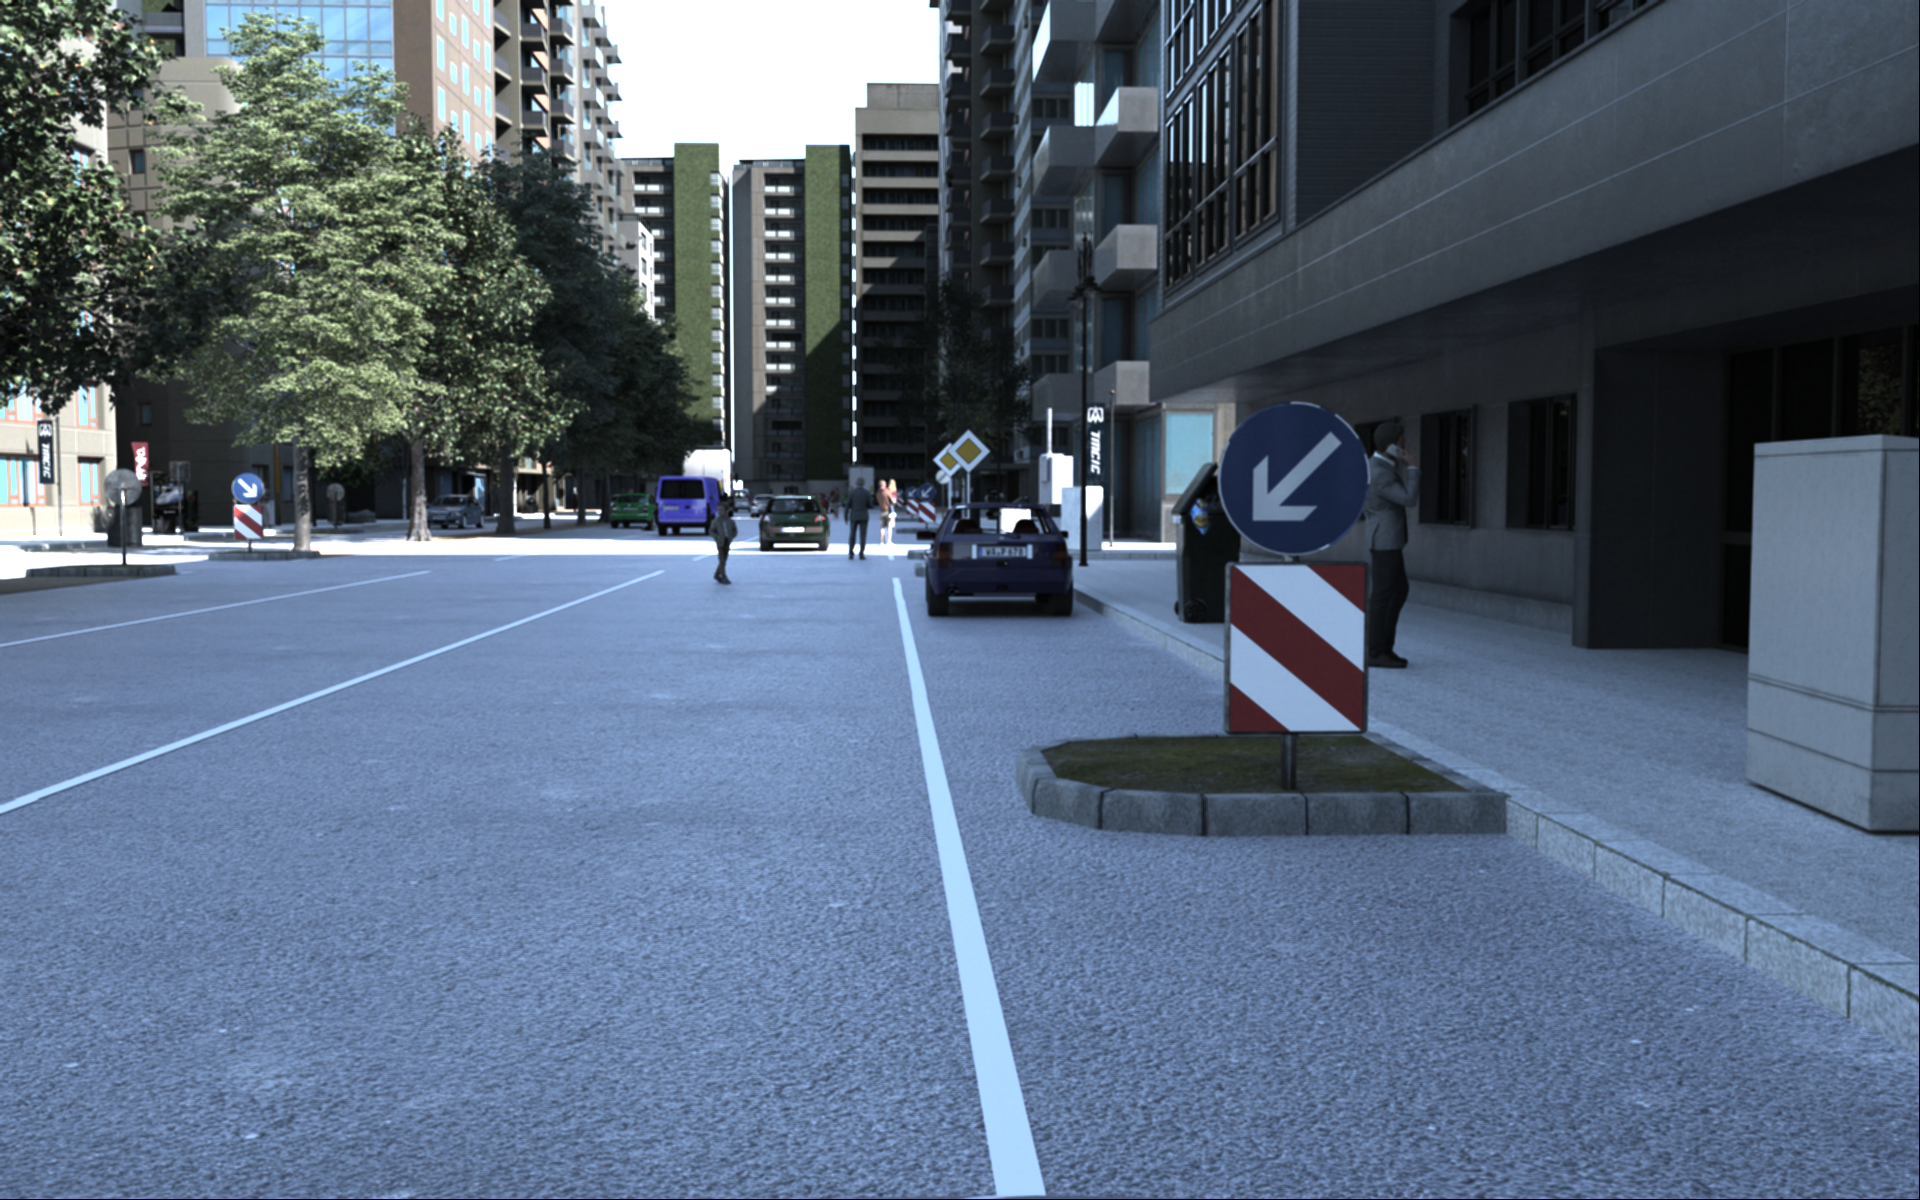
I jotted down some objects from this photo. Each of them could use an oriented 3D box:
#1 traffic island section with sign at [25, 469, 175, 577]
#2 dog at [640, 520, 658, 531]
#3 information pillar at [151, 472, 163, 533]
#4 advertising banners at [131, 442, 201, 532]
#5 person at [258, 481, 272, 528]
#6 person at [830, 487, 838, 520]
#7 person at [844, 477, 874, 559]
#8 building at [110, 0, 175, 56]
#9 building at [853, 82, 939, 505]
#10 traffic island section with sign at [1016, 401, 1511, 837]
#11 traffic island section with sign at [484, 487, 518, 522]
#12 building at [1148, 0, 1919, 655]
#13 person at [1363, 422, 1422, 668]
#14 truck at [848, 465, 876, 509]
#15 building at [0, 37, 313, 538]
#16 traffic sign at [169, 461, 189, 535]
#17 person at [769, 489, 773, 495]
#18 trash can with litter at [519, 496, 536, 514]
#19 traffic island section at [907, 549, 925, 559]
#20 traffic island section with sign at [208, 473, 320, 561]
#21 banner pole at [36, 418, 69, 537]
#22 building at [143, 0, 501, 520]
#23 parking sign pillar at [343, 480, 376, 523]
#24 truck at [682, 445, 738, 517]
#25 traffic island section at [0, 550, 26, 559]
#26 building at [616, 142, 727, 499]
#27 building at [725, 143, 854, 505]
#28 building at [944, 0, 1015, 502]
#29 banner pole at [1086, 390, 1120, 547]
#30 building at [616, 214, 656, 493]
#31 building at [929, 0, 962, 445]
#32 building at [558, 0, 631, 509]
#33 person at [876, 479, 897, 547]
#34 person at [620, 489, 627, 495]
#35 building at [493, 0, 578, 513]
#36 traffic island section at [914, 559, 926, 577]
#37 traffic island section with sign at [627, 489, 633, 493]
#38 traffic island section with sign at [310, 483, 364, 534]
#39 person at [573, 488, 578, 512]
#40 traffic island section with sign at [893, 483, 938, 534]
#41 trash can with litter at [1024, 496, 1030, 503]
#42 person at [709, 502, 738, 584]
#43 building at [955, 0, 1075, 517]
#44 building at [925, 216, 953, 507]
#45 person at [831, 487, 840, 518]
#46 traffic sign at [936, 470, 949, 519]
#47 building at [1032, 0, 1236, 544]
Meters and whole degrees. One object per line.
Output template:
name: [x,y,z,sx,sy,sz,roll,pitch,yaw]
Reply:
traffic island section with sign: [-15.050,-1.375,30.619,2.006,1.907,1.989,0,4,-3]
dog: [-12.127,-2.896,67.544,0.550,0.427,0.748,-2,4,-30]
information pillar: [-26.164,-3.179,56.473,0.304,2.012,0.304,0,4,-8]
advertising banners: [-26.635,-3.789,58.135,2.074,3.025,0.090,-2,4,-25]
person: [-26.159,-3.577,65.082,0.519,1.759,0.362,-1,4,-11]
person: [-6.963,-5.362,96.144,0.580,1.828,0.573,2,4,34]
person: [-2.223,-1.802,38.145,0.661,1.801,0.590,0,4,-2]
building: [-75.343,-38.677,174.373,28.212,58.520,21.231,0,4,-3]
building: [-1.958,-35.742,208.077,21.600,48.544,21.300,0,4,-3]
traffic island section with sign: [1.293,0.026,8.204,1.989,1.847,2.006,0,4,-3]
traffic island section with sign: [-24.146,-4.987,90.159,1.989,1.847,2.006,0,4,-3]
building: [10.895,-11.951,14.465,14.314,24.678,30.058,0,4,-3]
person: [3.185,-0.405,12.839,0.473,1.802,0.592,1,4,20]
truck: [-9.742,-11.172,171.579,2.839,4.237,11.283,0,4,-3]
building: [-42.369,-13.316,62.757,27.650,21.520,28.899,0,4,-3]
traffic sign: [-24.397,-3.183,54.166,0.606,2.300,0.079,0,4,0]
person: [-13.209,-6.897,121.410,0.705,1.807,1.348,1,4,16]
trash can with litter: [-27.531,-6.041,110.159,1.055,1.170,0.624,1,4,11]
traffic island section: [-0.180,-1.027,39.075,2.009,0.180,2.903,0,4,-3]
traffic island section with sign: [-15.391,-1.828,38.018,2.006,1.907,1.989,0,4,-3]
banner pole: [-27.098,-3.771,51.677,0.863,3.779,0.401,0,4,4]
building: [-33.379,-27.062,92.583,14.600,45.320,14.200,0,4,-3]
parking sign pillar: [-27.226,-5.501,78.418,1.447,3.967,1.447,-3,4,-37]
truck: [-15.194,-7.130,105.489,2.839,4.237,11.283,0,4,-4]
traffic island section: [-21.997,-0.965,38.051,2.009,0.180,2.903,0,4,-3]
building: [-34.391,-31.825,203.936,14.086,41.232,14.154,0,4,-3]
building: [-19.661,-31.885,204.918,14.086,41.232,14.154,0,4,-3]
building: [10.078,-29.269,133.175,22.147,44.769,28.867,0,4,-3]
banner pole: [3.422,-3.163,41.729,0.863,3.779,0.401,0,4,1]
building: [-39.186,-24.970,179.960,14.107,30.474,14.160,0,4,-3]
building: [11.851,-34.981,161.175,28.713,52.752,27.495,0,4,-3]
building: [-42.498,-32.816,156.147,23.786,49.044,30.456,0,4,-3]
person: [-1.961,-2.357,47.007,0.580,1.828,0.573,-1,4,-18]
person: [-29.146,-8.797,150.424,0.990,1.755,0.434,-3,4,-38]
building: [-40.298,-28.841,126.180,22.147,44.769,28.867,0,4,-3]
traffic island section: [0.198,-0.539,31.099,2.009,0.180,2.903,0,4,-3]
traffic island section with sign: [-26.496,-8.017,139.711,1.989,1.847,2.006,0,4,-3]
traffic island section with sign: [-22.870,-3.331,63.096,1.989,1.847,2.006,0,4,-3]
person: [-27.973,-7.306,126.234,0.721,1.736,1.217,0,4,-8]
traffic island section with sign: [-1.348,-3.367,63.672,1.989,1.847,2.006,0,4,-3]
trash can with litter: [3.172,-4.314,81.597,1.678,1.210,2.233,-1,4,-16]
person: [-3.771,-0.911,27.661,0.475,1.303,0.640,-3,4,-38]
building: [15.929,-25.050,101.448,32.217,40.220,23.993,0,4,-3]
building: [3.308,-25.109,182.237,14.160,30.474,14.107,0,4,-3]
person: [-7.431,-5.826,103.733,0.573,1.828,0.580,3,4,36]
traffic sign: [-0.878,-5.463,89.423,0.768,2.556,0.104,0,4,2]
building: [17.494,-26.537,53.486,30.456,49.044,23.786,0,4,-3]
